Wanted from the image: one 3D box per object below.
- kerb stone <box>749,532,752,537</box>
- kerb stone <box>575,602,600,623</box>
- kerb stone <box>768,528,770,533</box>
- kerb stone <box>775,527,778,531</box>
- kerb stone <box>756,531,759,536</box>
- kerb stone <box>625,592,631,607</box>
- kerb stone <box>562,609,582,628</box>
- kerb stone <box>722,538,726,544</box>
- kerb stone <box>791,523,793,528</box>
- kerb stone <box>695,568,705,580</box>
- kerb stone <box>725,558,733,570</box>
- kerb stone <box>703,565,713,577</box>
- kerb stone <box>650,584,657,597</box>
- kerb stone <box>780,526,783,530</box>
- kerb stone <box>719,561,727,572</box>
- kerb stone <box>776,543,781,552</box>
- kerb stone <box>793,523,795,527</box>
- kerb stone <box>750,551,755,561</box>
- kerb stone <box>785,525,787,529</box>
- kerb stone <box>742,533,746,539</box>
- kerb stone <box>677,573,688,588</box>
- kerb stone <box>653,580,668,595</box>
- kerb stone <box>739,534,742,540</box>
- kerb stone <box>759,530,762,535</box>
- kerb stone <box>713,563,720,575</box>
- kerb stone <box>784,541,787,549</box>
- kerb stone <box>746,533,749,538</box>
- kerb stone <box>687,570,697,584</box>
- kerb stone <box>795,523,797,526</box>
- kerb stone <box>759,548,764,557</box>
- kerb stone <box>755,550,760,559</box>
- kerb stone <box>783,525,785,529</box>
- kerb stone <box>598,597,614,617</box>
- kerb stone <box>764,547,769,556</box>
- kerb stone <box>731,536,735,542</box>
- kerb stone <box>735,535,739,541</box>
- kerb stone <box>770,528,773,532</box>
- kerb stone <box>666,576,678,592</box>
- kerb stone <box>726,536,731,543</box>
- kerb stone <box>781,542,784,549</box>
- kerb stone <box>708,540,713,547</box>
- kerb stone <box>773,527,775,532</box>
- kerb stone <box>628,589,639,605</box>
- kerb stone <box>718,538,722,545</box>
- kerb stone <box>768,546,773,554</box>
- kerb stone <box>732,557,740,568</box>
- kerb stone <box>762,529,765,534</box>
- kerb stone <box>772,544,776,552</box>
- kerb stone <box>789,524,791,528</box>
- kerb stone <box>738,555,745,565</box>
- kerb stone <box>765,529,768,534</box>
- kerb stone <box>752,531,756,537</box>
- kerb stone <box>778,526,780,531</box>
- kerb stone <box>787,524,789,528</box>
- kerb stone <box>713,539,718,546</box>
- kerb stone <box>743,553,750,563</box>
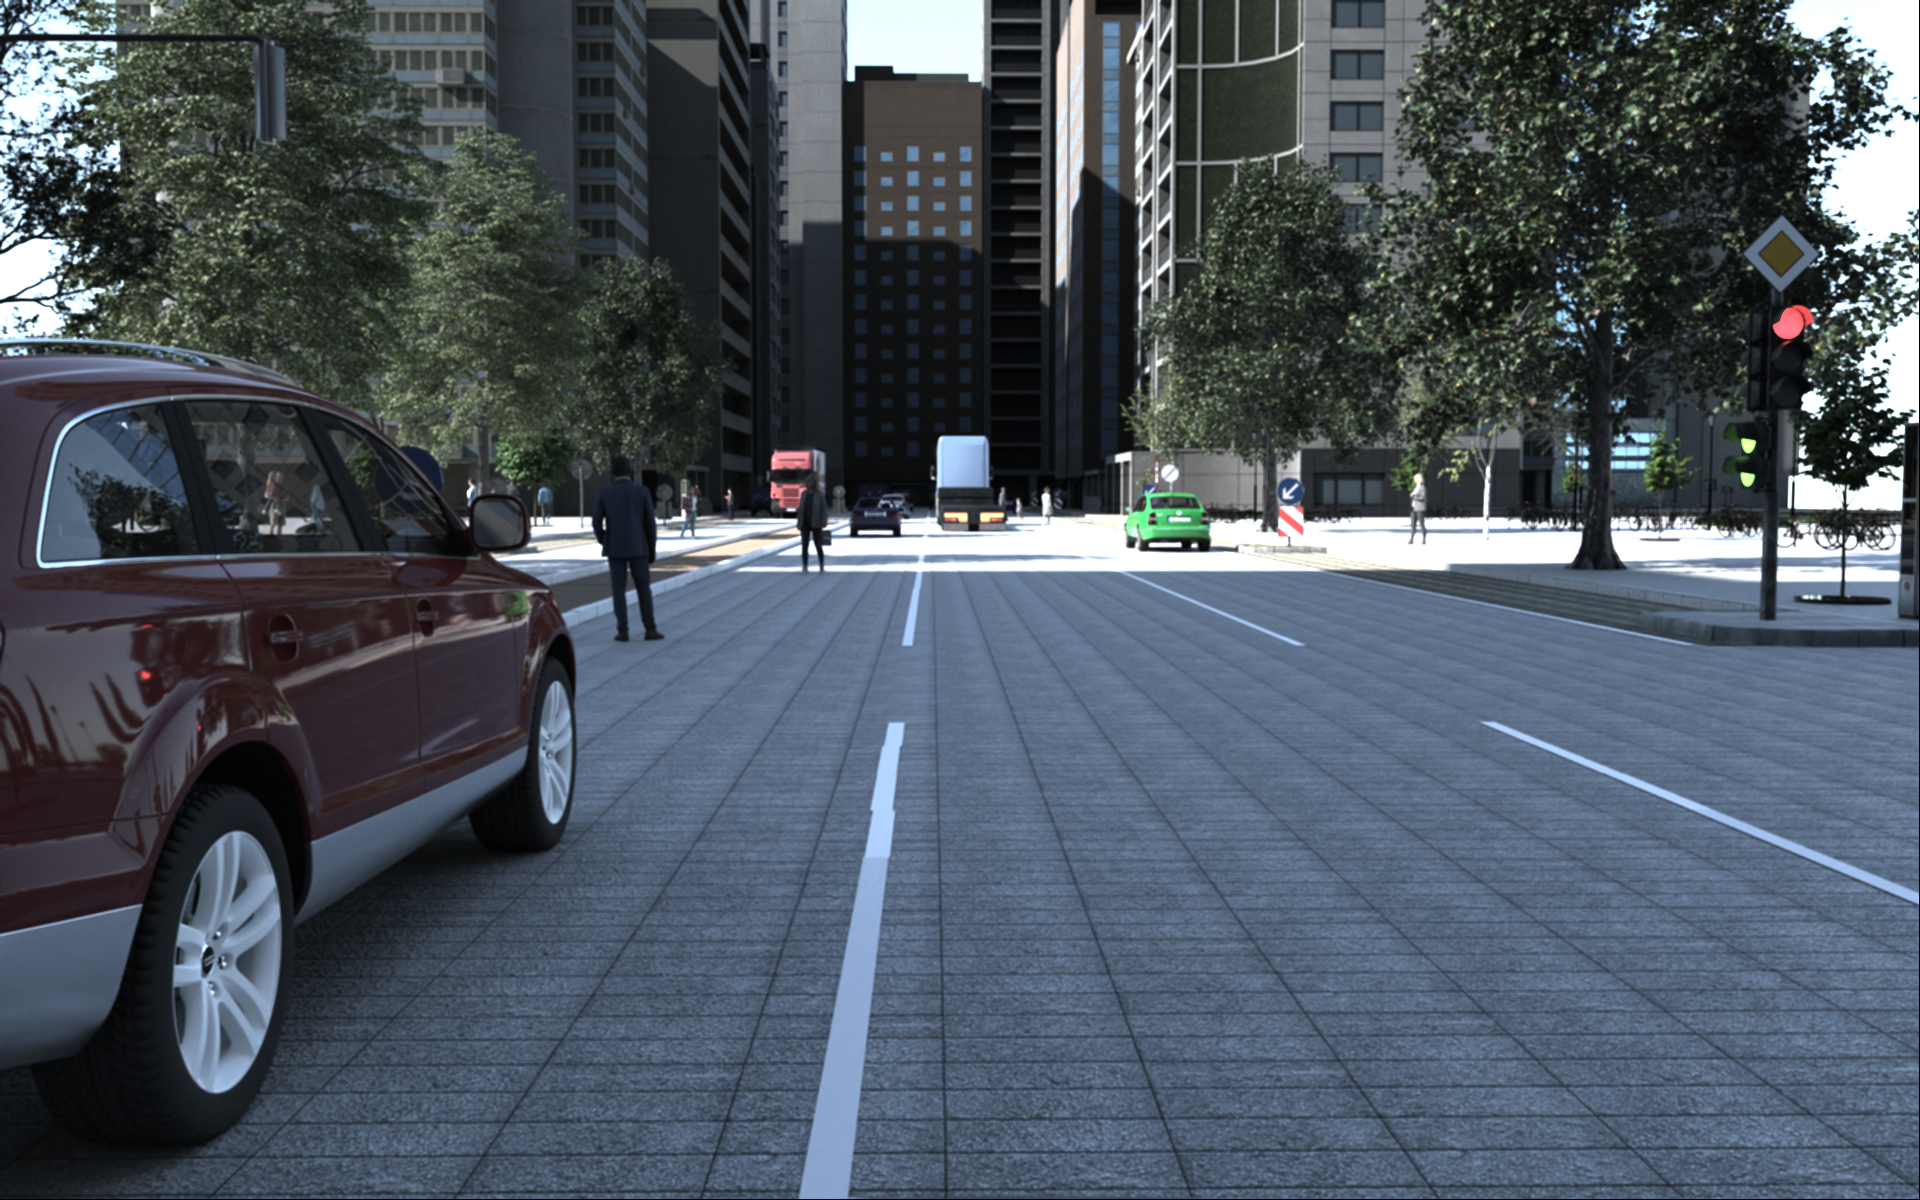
[{"bbox_3d":[-6.954,-2.093,56.419,0.120,0.150,1.000,0,4,-1],"label":"kerb stone"},{"bbox_3d":[-4.252,0.162,19.544,0.120,0.150,1.000,0,4,-1],"label":"kerb stone"},{"bbox_3d":[-7.058,-2.469,62.559,0.120,0.150,1.000,0,4,-1],"label":"kerb stone"},{"bbox_3d":[-7.098,-2.656,65.627,0.120,0.150,1.000,0,4,-1],"label":"kerb stone"},{"bbox_3d":[-6.981,-2.219,58.470,0.120,0.150,1.000,0,4,-1],"label":"kerb stone"},{"bbox_3d":[-4.280,0.037,21.595,0.120,0.150,1.000,0,4,-1],"label":"kerb stone"},{"bbox_3d":[-4.232,0.235,18.510,0.120,0.150,1.000,0,4,-1],"label":"kerb stone"},{"bbox_3d":[-6.838,-1.654,49.248,0.120,0.150,1.000,0,4,-1],"label":"kerb stone"},{"bbox_3d":[-7.214,-3.096,72.810,0.120,0.150,1.000,0,4,-1],"label":"kerb stone"},{"bbox_3d":[-4.399,-0.401,28.752,0.120,0.150,1.000,0,4,-1],"label":"kerb stone"},{"bbox_3d":[-4.465,-0.652,32.853,0.120,0.150,1.000,0,4,-1],"label":"kerb stone"},{"bbox_3d":[-4.420,-0.464,29.782,0.120,0.150,1.000,0,4,-1],"label":"kerb stone"},{"bbox_3d":[-4.317,-0.088,23.640,0.120,0.150,1.000,0,4,-1],"label":"kerb stone"},{"bbox_3d":[-7.136,-2.781,67.679,0.120,0.150,1.000,0,4,-1],"label":"kerb stone"},{"bbox_3d":[-4.449,-0.585,31.831,0.120,0.150,1.000,0,4,-1],"label":"kerb stone"},{"bbox_3d":[-4.627,-1.278,43.085,0.120,0.150,1.000,0,4,-1],"label":"kerb stone"},{"bbox_3d":[-7.232,-3.156,73.832,0.120,0.150,1.000,0,4,-1],"label":"kerb stone"},{"bbox_3d":[-4.538,-0.902,36.950,0.120,0.150,1.000,0,4,-1],"label":"kerb stone"},{"bbox_3d":[-7.168,-2.906,69.737,0.120,0.150,1.000,0,4,-1],"label":"kerb stone"},{"bbox_3d":[-6.919,-1.968,54.370,0.120,0.150,1.000,0,4,-1],"label":"kerb stone"},{"bbox_3d":[-4.362,-0.276,26.708,0.120,0.150,1.000,0,4,-1],"label":"kerb stone"},{"bbox_3d":[-4.336,-0.151,24.662,0.120,0.150,1.000,0,4,-1],"label":"kerb stone"},{"bbox_3d":[-6.897,-1.898,53.348,0.120,0.150,1.000,0,4,-1],"label":"kerb stone"},{"bbox_3d":[-6.996,-2.281,59.493,0.120,0.150,1.000,0,4,-1],"label":"kerb stone"},{"bbox_3d":[-4.429,-0.527,30.804,0.120,0.150,1.000,0,4,-1],"label":"kerb stone"},{"bbox_3d":[-4.672,-1.403,45.132,0.120,0.150,1.000,0,4,-1],"label":"kerb stone"},{"bbox_3d":[-6.932,-2.028,55.392,0.120,0.150,1.000,0,4,-1],"label":"kerb stone"},{"bbox_3d":[-4.387,-0.339,27.730,0.120,0.150,1.000,0,4,-1],"label":"kerb stone"},{"bbox_3d":[-7.252,-3.221,74.861,0.120,0.150,1.000,0,4,-1],"label":"kerb stone"},{"bbox_3d":[-4.576,-1.028,38.996,0.120,0.150,1.000,0,4,-1],"label":"kerb stone"},{"bbox_3d":[-4.549,-0.964,37.973,0.120,0.150,1.000,0,4,-1],"label":"kerb stone"},{"bbox_3d":[-7.148,-2.841,68.705,0.120,0.150,1.000,0,4,-1],"label":"kerb stone"},{"bbox_3d":[-4.266,0.102,20.571,0.120,0.150,1.000,0,4,-1],"label":"kerb stone"},{"bbox_3d":[-4.583,-1.090,40.018,0.120,0.150,1.000,0,4,-1],"label":"kerb stone"},{"bbox_3d":[-6.867,-1.780,51.302,0.120,0.150,1.000,0,4,-1],"label":"kerb stone"},{"bbox_3d":[-6.879,-1.842,52.324,0.120,0.150,1.000,0,4,-1],"label":"kerb stone"},{"bbox_3d":[-7.067,-2.526,63.583,0.120,0.150,1.000,0,4,-1],"label":"kerb stone"},{"bbox_3d":[-4.350,-0.213,25.685,0.120,0.150,1.000,0,4,-1],"label":"kerb stone"},{"bbox_3d":[-6.848,-1.717,50.275,0.120,0.150,1.000,0,4,-1],"label":"kerb stone"},{"bbox_3d":[-4.657,-1.337,44.109,0.120,0.150,1.000,0,4,-1],"label":"kerb stone"},{"bbox_3d":[-6.788,-1.467,46.176,0.120,0.150,1.000,0,4,-1],"label":"kerb stone"},{"bbox_3d":[-7.087,-2.592,64.605,0.120,0.150,1.000,0,4,-1],"label":"kerb stone"},{"bbox_3d":[-4.301,-0.026,22.618,0.120,0.150,1.000,0,4,-1],"label":"kerb stone"},{"bbox_3d":[-6.816,-1.589,48.221,0.120,0.150,1.000,0,4,-1],"label":"kerb stone"},{"bbox_3d":[-4.601,-1.151,41.041,0.120,0.150,1.000,0,4,-1],"label":"kerb stone"},{"bbox_3d":[-4.478,-0.714,33.875,0.120,0.150,1.000,0,4,-1],"label":"kerb stone"},{"bbox_3d":[-7.012,-2.344,60.515,0.120,0.150,1.000,0,4,-1],"label":"kerb stone"},{"bbox_3d":[-4.624,-1.215,42.063,0.120,0.150,1.000,0,4,-1],"label":"kerb stone"},{"bbox_3d":[-7.200,-3.033,71.787,0.120,0.150,1.000,0,4,-1],"label":"kerb stone"},{"bbox_3d":[-4.497,-0.777,34.899,0.120,0.150,1.000,0,4,-1],"label":"kerb stone"},{"bbox_3d":[-7.035,-2.406,61.537,0.120,0.150,1.000,0,4,-1],"label":"kerb stone"},{"bbox_3d":[-6.966,-2.156,57.441,0.120,0.150,1.000,0,4,-1],"label":"kerb stone"},{"bbox_3d":[-7.116,-2.719,66.650,0.120,0.150,1.000,0,4,-1],"label":"kerb stone"},{"bbox_3d":[-7.183,-2.970,70.761,0.120,0.150,1.000,0,4,-1],"label":"kerb stone"},{"bbox_3d":[-6.800,-1.522,47.199,0.120,0.150,1.000,0,4,-1],"label":"kerb stone"},{"bbox_3d":[-4.515,-0.837,35.922,0.120,0.150,1.000,0,4,-1],"label":"kerb stone"}]
